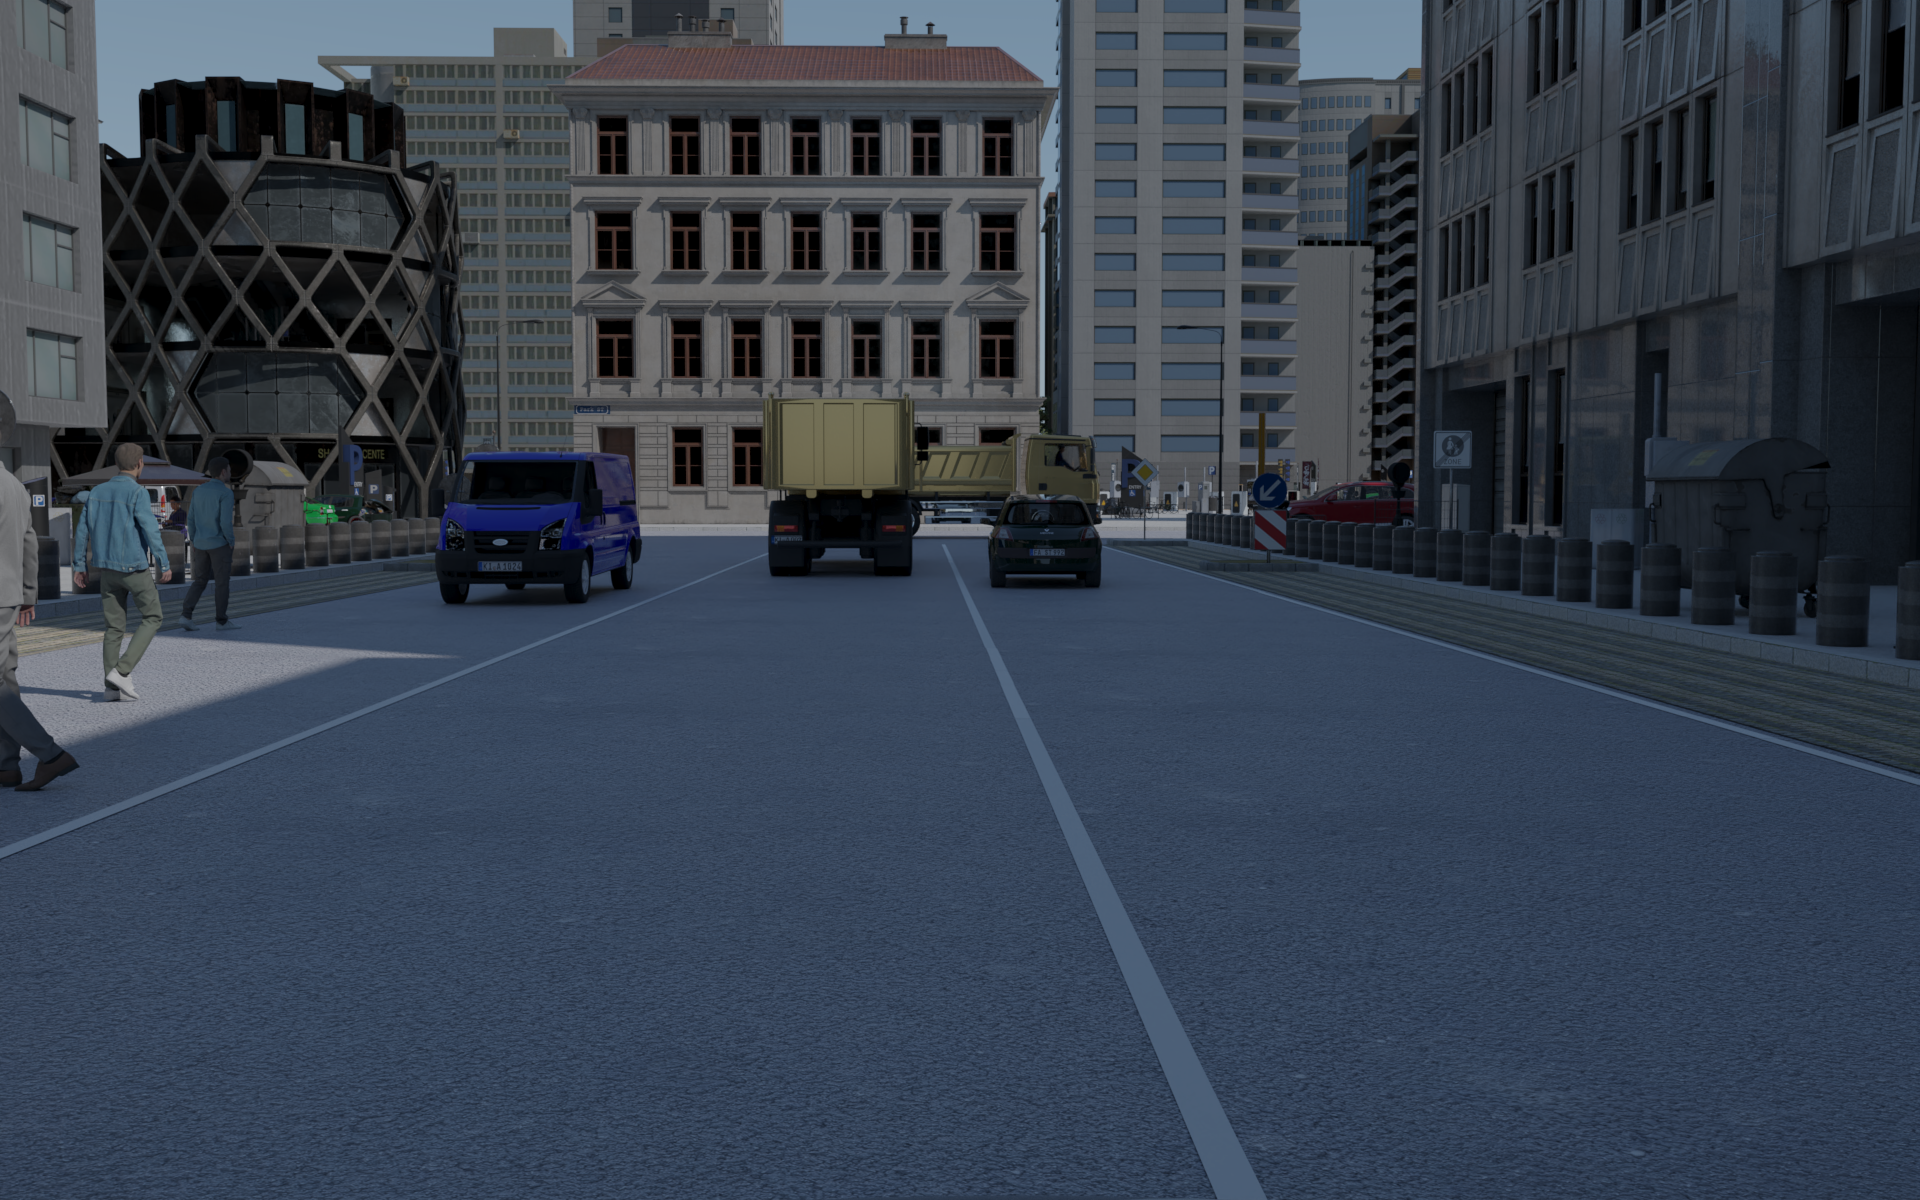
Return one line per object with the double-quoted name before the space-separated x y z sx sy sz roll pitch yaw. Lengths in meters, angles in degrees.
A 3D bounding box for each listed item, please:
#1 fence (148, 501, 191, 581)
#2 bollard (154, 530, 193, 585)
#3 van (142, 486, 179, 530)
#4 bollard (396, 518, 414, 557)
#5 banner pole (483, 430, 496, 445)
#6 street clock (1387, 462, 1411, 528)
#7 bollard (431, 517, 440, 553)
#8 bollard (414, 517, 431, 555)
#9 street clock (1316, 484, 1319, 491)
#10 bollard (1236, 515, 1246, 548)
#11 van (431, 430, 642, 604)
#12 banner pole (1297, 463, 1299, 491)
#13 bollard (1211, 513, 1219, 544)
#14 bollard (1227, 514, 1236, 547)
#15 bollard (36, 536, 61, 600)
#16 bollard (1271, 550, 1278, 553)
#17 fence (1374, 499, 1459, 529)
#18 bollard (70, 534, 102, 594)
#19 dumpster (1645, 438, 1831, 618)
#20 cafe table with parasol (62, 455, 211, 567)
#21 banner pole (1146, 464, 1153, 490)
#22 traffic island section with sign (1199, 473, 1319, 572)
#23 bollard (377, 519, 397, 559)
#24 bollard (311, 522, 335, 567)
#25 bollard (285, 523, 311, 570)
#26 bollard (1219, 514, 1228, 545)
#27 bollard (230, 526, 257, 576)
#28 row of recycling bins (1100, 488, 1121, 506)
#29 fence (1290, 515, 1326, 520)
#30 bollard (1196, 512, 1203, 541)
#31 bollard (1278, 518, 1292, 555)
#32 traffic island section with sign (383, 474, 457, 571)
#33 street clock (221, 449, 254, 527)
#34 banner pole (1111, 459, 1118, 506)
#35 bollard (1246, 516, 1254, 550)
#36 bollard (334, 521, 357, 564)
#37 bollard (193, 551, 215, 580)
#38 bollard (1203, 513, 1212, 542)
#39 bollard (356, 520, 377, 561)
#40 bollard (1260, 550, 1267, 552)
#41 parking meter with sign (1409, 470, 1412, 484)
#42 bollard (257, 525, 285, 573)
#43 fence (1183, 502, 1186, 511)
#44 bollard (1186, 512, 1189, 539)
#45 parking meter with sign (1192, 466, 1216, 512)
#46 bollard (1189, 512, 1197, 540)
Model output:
"fence" -12.119 -0.937 26.522 0.480 1.192 2.264 0 4 1
"bollard" -11.282 -0.612 24.724 0.404 0.777 0.398 0 3 0
"van" -31.603 -3.558 65.185 4.112 2.044 2.013 0 4 -2
"bollard" -11.528 -1.276 35.580 0.404 0.777 0.398 0 3 0
"banner pole" -18.512 -4.788 68.308 0.863 3.779 0.401 2 4 33
"street clock" 9.958 -2.126 39.337 0.471 2.002 0.358 -1 4 -16
"bollard" -11.587 -1.424 38.003 0.404 0.777 0.398 0 3 0
"bollard" -11.561 -1.350 36.792 0.404 0.777 0.398 0 3 0
"street clock" 26.539 -7.632 129.352 0.471 2.002 0.358 2 4 29
"bollard" 6.876 -1.621 41.222 0.404 0.777 0.398 0 3 0
"van" -5.872 -1.228 24.458 2.240 2.365 5.245 0 4 -1
"banner pole" 26.868 -9.041 137.843 0.401 3.779 0.863 1 4 19
"bollard" 6.793 -1.842 44.837 0.404 0.777 0.398 0 3 0
"bollard" 6.850 -1.695 42.427 0.404 0.777 0.398 0 3 0
"bollard" -11.199 -0.392 21.120 0.404 0.777 0.398 0 3 0
"bollard" 6.957 -1.399 37.589 0.404 0.777 0.398 0 3 0
"fence" 8.136 -1.210 30.982 0.480 1.192 2.264 -2 4 -28
"bollard" -11.232 -0.465 22.321 0.404 0.777 0.398 0 3 0
"dumpster" 8.351 -0.787 18.620 1.264 1.857 1.865 0 4 -1
"cafe table with parasol" -14.394 -1.574 30.599 2.610 1.966 2.610 0 4 -2
"banner pole" 13.737 -8.388 127.156 0.863 3.779 0.401 0 4 -2
"traffic island section with sign" 5.583 -1.471 32.673 1.989 1.847 2.006 0 4 -1
"bollard" -11.500 -1.203 34.379 0.404 0.777 0.398 0 3 0
"bollard" -11.424 -0.981 30.753 0.404 0.777 0.398 0 3 0
"bollard" -11.392 -0.907 29.551 0.404 0.777 0.398 0 3 0
"bollard" 6.821 -1.769 43.635 0.404 0.777 0.398 0 3 0
"bollard" -11.340 -0.760 27.145 0.404 0.777 0.398 0 3 0
"row of recycling bins" 11.558 -7.220 125.160 3.534 1.692 1.069 1 4 18
"fence" 9.669 -2.073 49.268 2.069 0.683 0.278 -2 4 -31
"bollard" 6.739 -1.991 47.265 0.404 0.777 0.398 0 3 0
"bollard" 6.986 -1.325 36.388 0.404 0.777 0.398 0 3 0
"traffic island section with sign" -9.652 -1.480 32.829 1.989 1.847 2.006 0 4 -1
"street clock" -11.633 -1.426 27.887 0.471 2.002 0.358 0 4 -4
"banner pole" 11.023 -8.144 123.177 0.863 3.779 0.401 -3 5 -43
"bollard" 6.905 -1.547 40.004 0.404 0.777 0.398 0 3 0
"bollard" -11.452 -1.054 31.955 0.404 0.777 0.398 0 3 0
"bollard" -11.310 -0.686 25.932 0.404 0.777 0.398 0 3 0
"bollard" 6.766 -1.916 46.039 0.404 0.777 0.398 0 3 0
"bollard" -11.479 -1.128 33.166 0.404 0.777 0.398 0 3 0
"bollard" 6.931 -1.473 38.803 0.404 0.777 0.398 0 3 0
"parking meter with sign" 32.554 -8.053 127.921 0.543 3.016 1.738 -2 4 -31
"bollard" -11.366 -0.834 28.346 0.404 0.777 0.398 0 3 0
"fence" 17.175 -7.176 132.710 0.278 0.683 2.069 1 4 12
"bollard" 6.682 -2.138 49.672 0.404 0.777 0.398 0 3 0
"parking meter with sign" 15.115 -6.804 107.502 1.738 3.016 0.543 -3 5 -42
"bollard" 6.713 -2.064 48.470 0.404 0.777 0.398 0 3 0
